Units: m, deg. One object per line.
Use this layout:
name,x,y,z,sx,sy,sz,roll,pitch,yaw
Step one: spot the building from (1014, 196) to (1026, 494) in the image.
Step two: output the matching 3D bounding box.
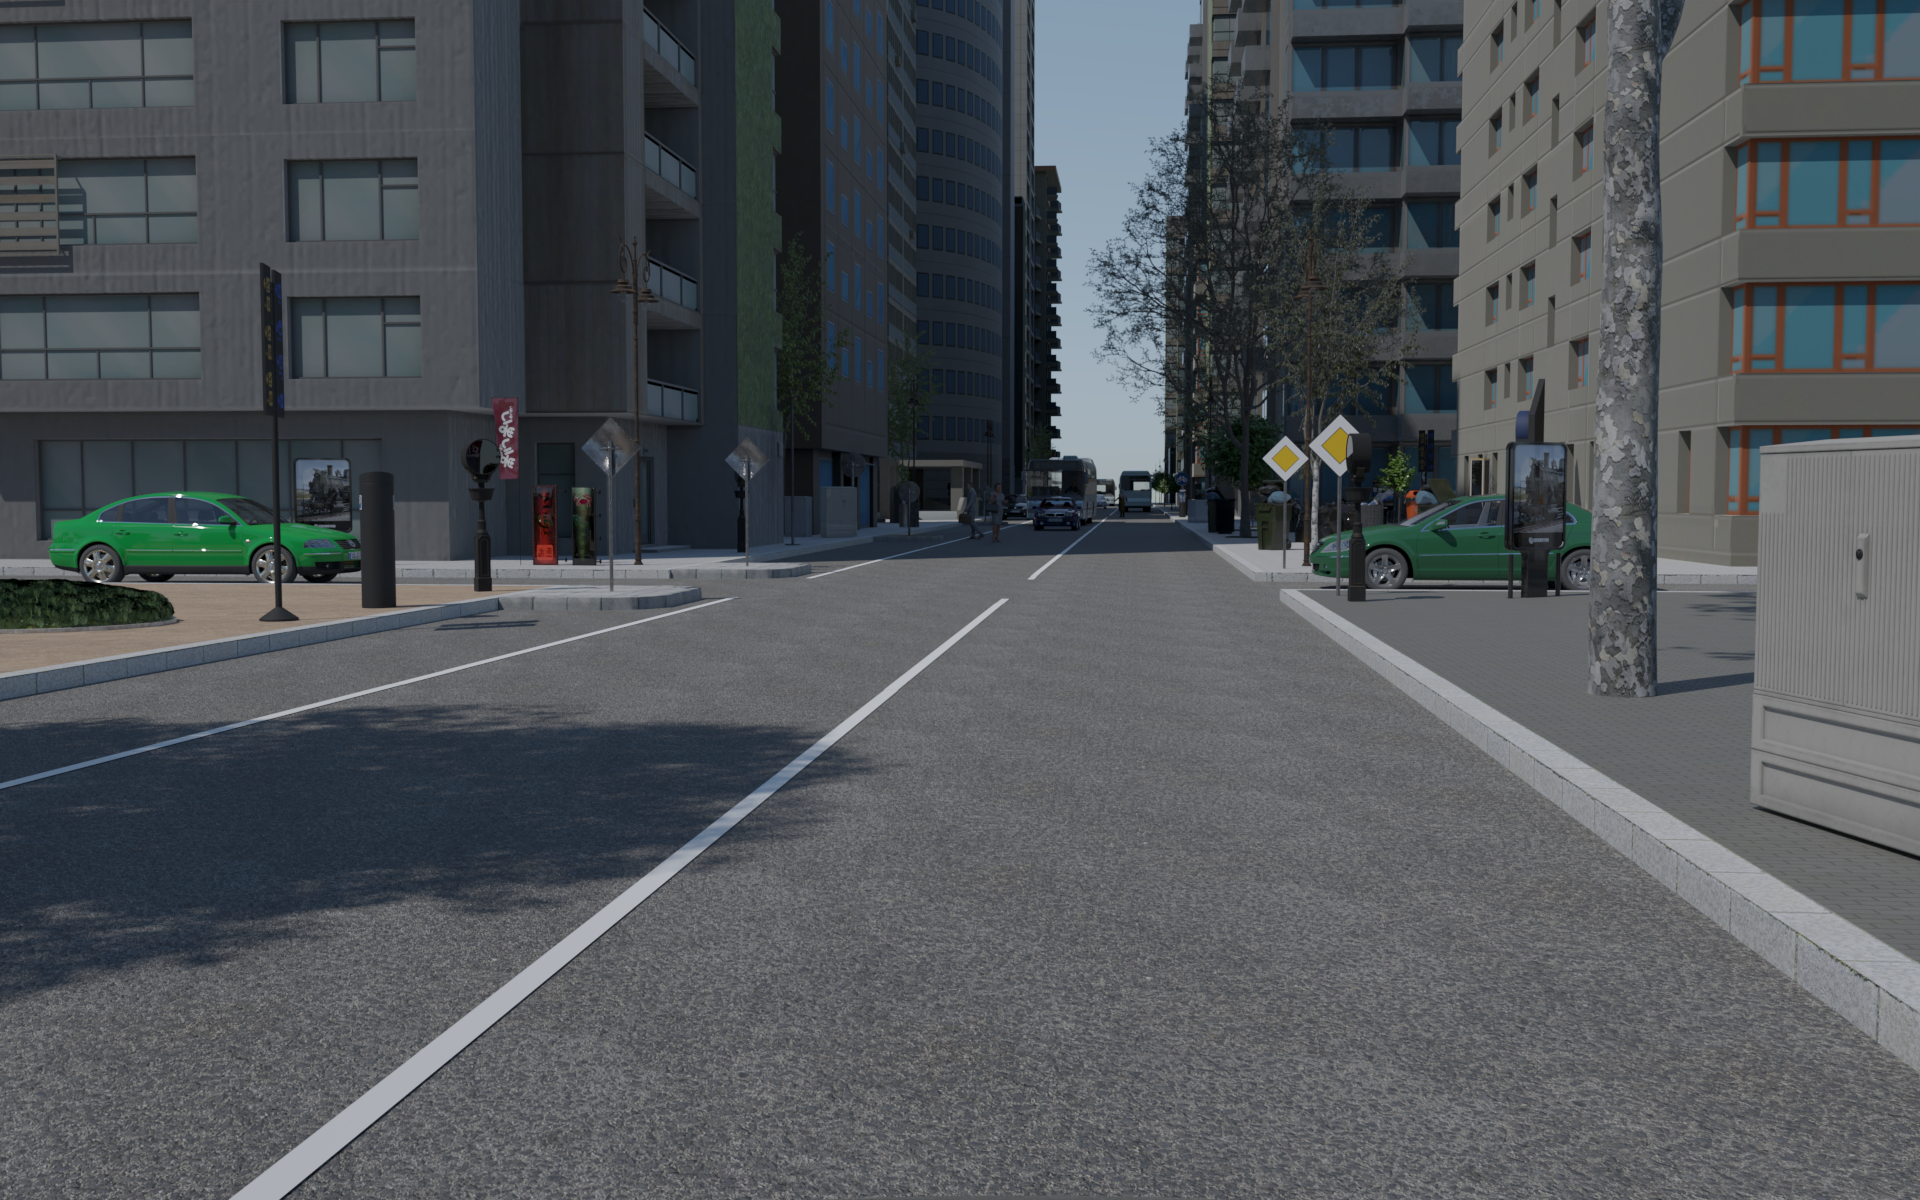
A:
building,-1.263,-23.863,161.859,14.160,30.474,14.107,0,4,6

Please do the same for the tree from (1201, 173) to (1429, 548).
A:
tree,8.618,-5.534,40.837,4.360,8.622,3.978,0,3,0

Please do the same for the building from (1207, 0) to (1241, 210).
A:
building,22.923,-26.162,111.340,14.154,41.232,14.086,0,4,6

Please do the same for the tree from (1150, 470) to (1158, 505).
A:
tree,24.478,-13.918,211.279,4.285,4.588,4.351,0,3,0

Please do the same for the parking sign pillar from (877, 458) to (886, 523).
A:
parking sign pillar,-4.075,-5.496,78.332,1.447,3.967,1.447,1,4,22

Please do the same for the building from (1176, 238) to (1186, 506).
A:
building,31.563,-25.950,195.977,14.160,30.474,14.107,0,4,6

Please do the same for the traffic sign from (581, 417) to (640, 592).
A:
traffic sign,-4.582,-1.168,22.735,0.795,2.450,0.064,0,4,6

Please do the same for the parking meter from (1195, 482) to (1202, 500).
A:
parking meter,11.376,-4.709,82.696,0.255,1.863,0.399,1,4,22

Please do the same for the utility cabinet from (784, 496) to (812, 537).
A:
utility cabinet,-4.846,-2.496,51.963,0.306,1.237,1.020,-3,5,-43

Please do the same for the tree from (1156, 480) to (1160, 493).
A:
tree,23.674,-12.706,202.348,1.663,3.219,1.824,0,3,0

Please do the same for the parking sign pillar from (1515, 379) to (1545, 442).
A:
parking sign pillar,13.163,-3.153,40.022,1.447,3.967,1.447,2,4,27

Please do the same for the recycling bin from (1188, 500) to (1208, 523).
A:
recycling bin,10.744,-4.007,78.073,0.722,1.027,0.722,-1,4,-22

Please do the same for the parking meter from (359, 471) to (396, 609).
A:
parking meter,-6.570,-0.681,19.543,0.372,1.533,0.369,0,3,0

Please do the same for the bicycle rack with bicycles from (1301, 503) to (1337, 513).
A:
bicycle rack with bicycles,14.253,-3.218,65.996,2.852,0.926,2.925,-2,4,-30

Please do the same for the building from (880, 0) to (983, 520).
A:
building,-15.303,-24.567,93.558,32.217,40.220,23.993,0,4,6

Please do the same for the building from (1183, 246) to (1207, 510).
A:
building,31.431,-17.590,132.641,27.650,21.520,28.899,0,4,6

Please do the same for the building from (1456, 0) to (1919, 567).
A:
building,29.390,-12.060,42.217,28.899,21.520,27.650,0,4,6

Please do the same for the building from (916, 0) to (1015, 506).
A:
building,-7.684,-35.336,119.747,21.231,58.520,28.212,0,4,6

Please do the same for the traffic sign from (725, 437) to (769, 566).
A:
traffic sign,-3.772,-1.654,30.679,0.795,2.450,0.064,0,4,6

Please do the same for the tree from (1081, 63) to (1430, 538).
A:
tree,8.211,-8.561,50.345,12.009,13.543,11.850,0,3,0

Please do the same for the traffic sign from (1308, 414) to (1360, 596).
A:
traffic sign,4.762,-1.108,21.766,0.795,2.450,0.064,0,4,6

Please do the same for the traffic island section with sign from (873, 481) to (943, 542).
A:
traffic island section with sign,-1.543,-2.708,52.902,1.989,1.847,2.006,0,4,6

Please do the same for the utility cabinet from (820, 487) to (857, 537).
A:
utility cabinet,-3.573,-2.600,51.194,1.173,1.500,0.318,-3,5,-43

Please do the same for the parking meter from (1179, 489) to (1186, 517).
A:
parking meter,12.276,-5.329,95.536,0.372,1.533,0.369,0,3,0

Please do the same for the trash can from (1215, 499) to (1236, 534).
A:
trash can,8.518,-2.689,55.623,0.748,1.137,0.748,0,3,0

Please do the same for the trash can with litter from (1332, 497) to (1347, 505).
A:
trash can with litter,16.055,-3.733,72.422,1.055,1.170,0.624,-3,4,-38

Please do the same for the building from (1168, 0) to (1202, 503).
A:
building,39.571,-56.154,230.786,22.319,86.520,31.000,0,4,6

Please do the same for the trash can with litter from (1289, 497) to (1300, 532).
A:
trash can with litter,10.826,-2.836,57.756,1.055,1.170,0.624,1,4,14

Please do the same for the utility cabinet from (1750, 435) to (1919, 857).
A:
utility cabinet,3.422,0.136,6.458,0.318,1.500,1.173,0,4,-6

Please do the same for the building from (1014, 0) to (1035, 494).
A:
building,0.365,-46.638,200.780,20.563,71.187,20.611,0,4,6

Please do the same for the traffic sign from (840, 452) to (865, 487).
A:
traffic sign,-3.260,-3.212,52.626,0.768,2.556,0.104,0,4,6

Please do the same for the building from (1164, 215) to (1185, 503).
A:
building,37.224,-34.950,255.023,14.154,41.232,14.086,0,4,6

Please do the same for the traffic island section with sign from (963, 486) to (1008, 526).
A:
traffic island section with sign,1.201,-4.348,79.718,1.989,1.847,2.006,0,4,6

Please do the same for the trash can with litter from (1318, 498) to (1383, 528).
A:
trash can with litter,8.049,-1.313,32.526,2.233,1.210,1.678,2,4,25

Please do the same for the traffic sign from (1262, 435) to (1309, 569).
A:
traffic sign,5.572,-1.594,29.710,0.795,2.450,0.064,0,4,6

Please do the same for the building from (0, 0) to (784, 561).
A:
building,-12.301,-21.683,38.110,14.154,41.232,14.086,0,4,6

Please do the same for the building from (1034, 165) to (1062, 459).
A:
building,1.934,-34.962,226.247,22.147,44.769,28.867,0,4,6

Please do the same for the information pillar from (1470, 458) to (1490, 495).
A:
information pillar,10.734,-1.915,35.796,0.304,2.012,0.304,3,5,41

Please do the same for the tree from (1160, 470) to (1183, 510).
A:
tree,17.084,-8.779,138.138,1.663,3.219,1.824,0,3,0

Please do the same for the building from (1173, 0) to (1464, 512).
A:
building,32.261,-33.166,161.876,23.786,49.044,30.456,0,4,6

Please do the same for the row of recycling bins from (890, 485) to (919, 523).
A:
row of recycling bins,-2.533,-4.329,77.888,1.069,1.692,3.534,1,4,8

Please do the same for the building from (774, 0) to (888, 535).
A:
building,-10.409,-25.070,60.009,14.600,45.320,14.200,0,4,6

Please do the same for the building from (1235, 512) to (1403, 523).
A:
building,25.138,-28.603,87.274,23.786,49.044,30.456,0,4,6

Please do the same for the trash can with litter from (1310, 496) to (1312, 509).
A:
trash can with litter,14.151,-3.637,70.523,1.678,1.210,2.233,-3,5,-40

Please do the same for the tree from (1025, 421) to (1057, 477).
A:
tree,7.719,-13.667,173.824,4.737,8.622,4.395,0,3,0

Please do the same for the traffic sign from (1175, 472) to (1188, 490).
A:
traffic sign,12.980,-6.194,101.371,0.768,2.556,0.104,0,4,6
